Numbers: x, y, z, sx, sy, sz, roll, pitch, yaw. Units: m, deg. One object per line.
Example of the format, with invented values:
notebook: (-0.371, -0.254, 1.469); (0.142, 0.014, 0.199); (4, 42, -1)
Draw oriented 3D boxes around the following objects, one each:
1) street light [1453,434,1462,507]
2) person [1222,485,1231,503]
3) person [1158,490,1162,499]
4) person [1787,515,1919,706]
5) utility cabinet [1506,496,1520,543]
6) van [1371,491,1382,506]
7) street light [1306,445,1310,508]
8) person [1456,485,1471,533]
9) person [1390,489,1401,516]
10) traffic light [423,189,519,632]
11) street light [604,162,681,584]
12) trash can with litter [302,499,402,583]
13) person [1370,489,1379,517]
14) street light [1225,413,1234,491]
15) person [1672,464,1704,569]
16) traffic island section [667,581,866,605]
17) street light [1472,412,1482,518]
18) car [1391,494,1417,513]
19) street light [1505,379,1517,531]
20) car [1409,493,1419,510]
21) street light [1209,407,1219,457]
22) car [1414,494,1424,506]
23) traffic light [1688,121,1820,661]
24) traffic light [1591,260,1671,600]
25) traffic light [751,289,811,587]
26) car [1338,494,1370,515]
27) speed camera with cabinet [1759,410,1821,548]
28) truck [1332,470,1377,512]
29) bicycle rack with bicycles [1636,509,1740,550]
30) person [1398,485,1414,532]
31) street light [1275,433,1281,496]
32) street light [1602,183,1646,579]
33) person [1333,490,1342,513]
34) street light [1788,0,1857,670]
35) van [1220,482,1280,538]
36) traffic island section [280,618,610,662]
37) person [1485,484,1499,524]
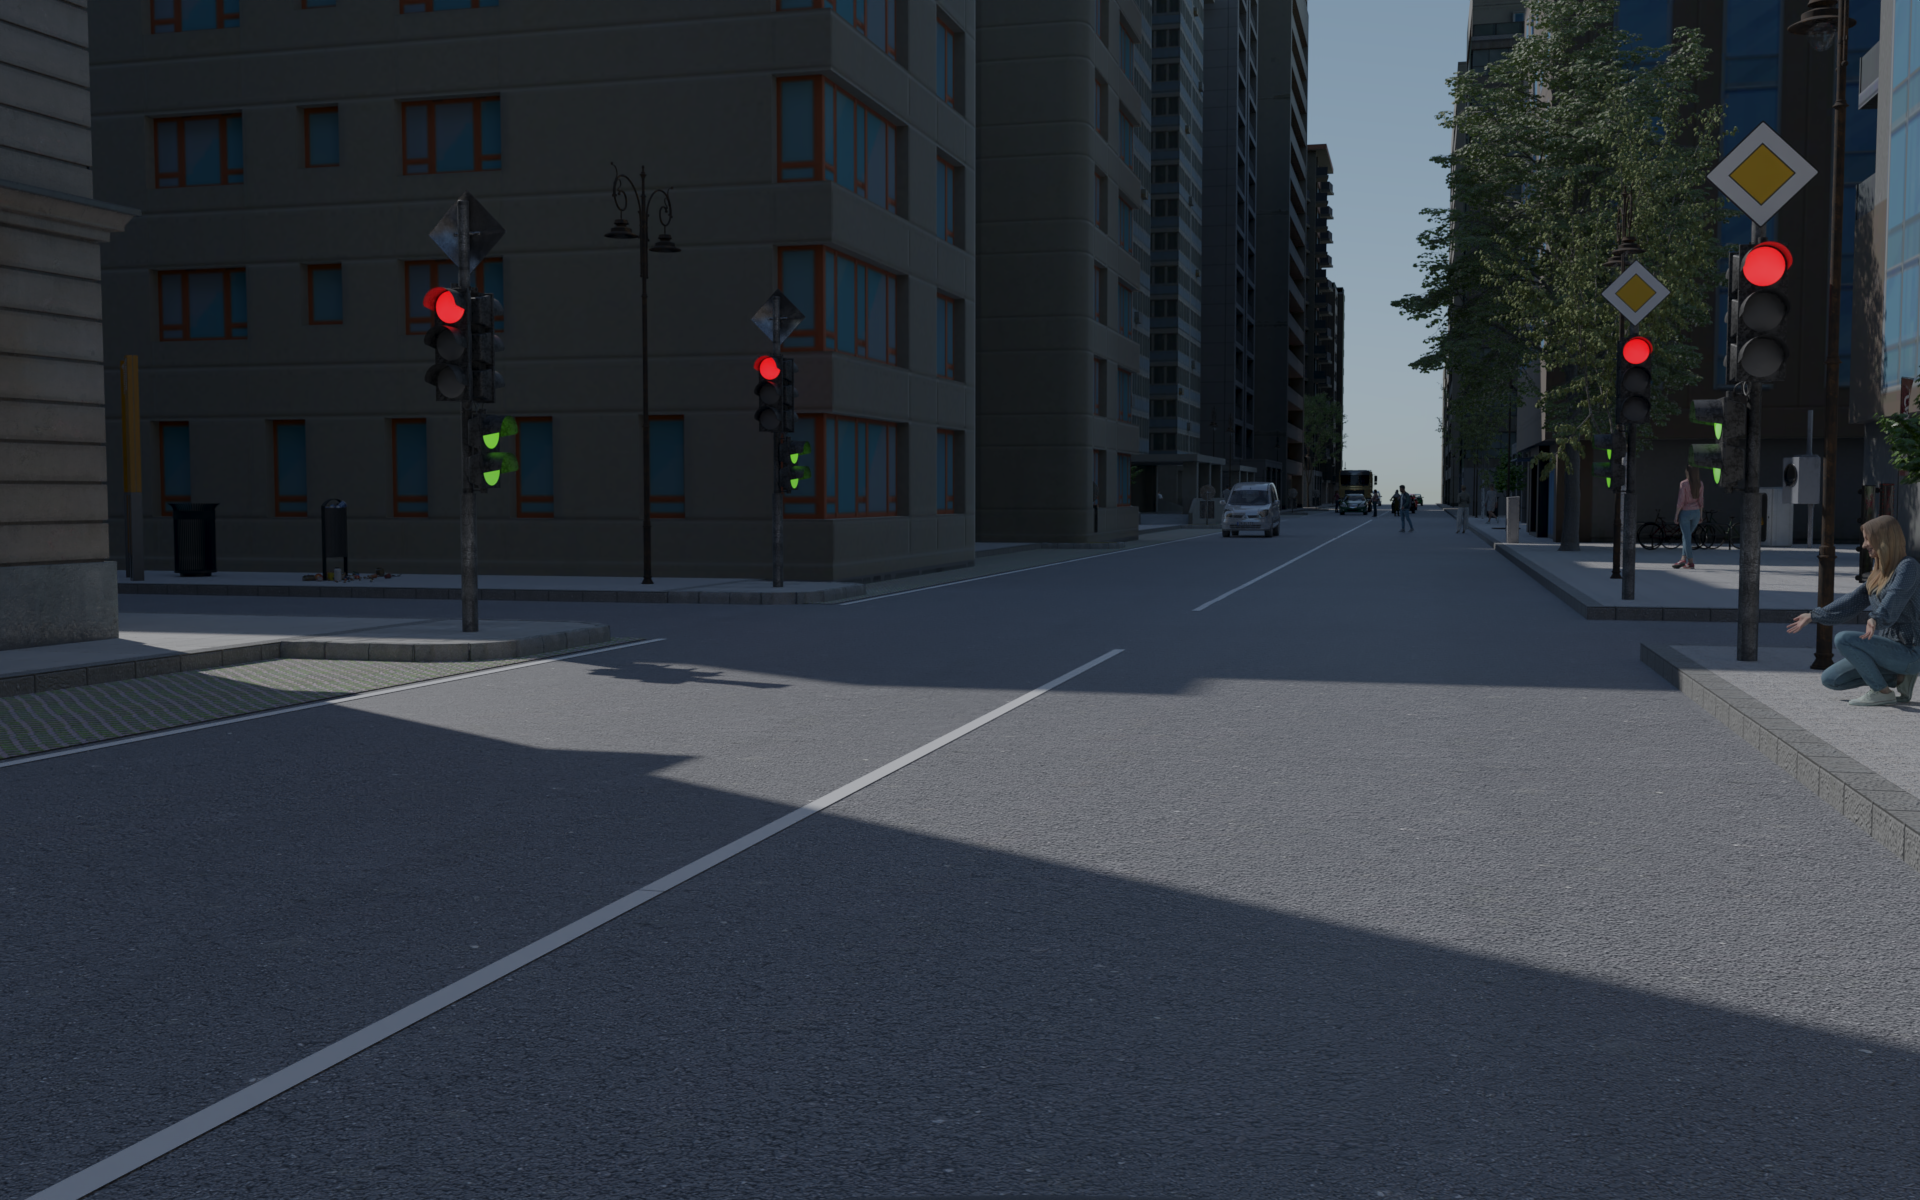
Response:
street light: (38.547, -9.831, 133.520); (0.468, 5.910, 1.993); (1, 4, 15)
person: (14.594, -5.407, 94.727); (0.678, 1.792, 0.850); (2, 4, 30)
person: (11.172, -5.468, 98.041); (0.503, 1.515, 0.523); (-2, 4, -35)
person: (5.527, 0.062, 10.524); (0.738, 1.151, 1.012); (1, 4, 15)
utility cabinet: (14.497, -2.098, 45.464); (0.306, 1.237, 1.020); (1, 4, 15)
van: (49.576, -12.260, 207.467); (2.013, 2.044, 4.112); (1, 4, 17)
street light: (33.110, -11.738, 164.706); (0.468, 5.910, 1.993); (1, 4, 15)
person: (18.369, -3.314, 63.233); (0.519, 1.759, 0.362); (0, 4, 1)
person: (28.544, -6.341, 112.900); (1.217, 1.736, 0.721); (-1, 4, -21)
traffic light: (-4.551, -1.658, 16.030); (0.839, 4.253, 0.868); (1, 4, 15)
street light: (-4.455, -3.164, 24.522); (0.468, 5.910, 1.993); (1, 4, 15)
trash can with litter: (-9.111, -0.924, 26.166); (1.678, 1.210, 2.233); (1, 4, 17)
person: (26.122, -6.122, 109.302); (0.721, 1.736, 1.217); (3, 4, 37)
street light: (15.361, -7.688, 98.480); (0.468, 5.910, 1.993); (1, 4, 15)
person: (12.520, -1.447, 29.714); (0.555, 1.821, 0.388); (-2, 4, -26)
traffic island section: (-2.527, -0.098, 23.890); (2.009, 0.180, 2.903); (1, 4, 15)
street light: (29.826, -7.803, 100.374); (0.468, 5.910, 1.993); (1, 4, 15)
car: (33.111, -7.313, 129.348); (2.009, 1.686, 4.222); (1, 4, 14)
street light: (18.973, -5.323, 59.818); (0.468, 5.910, 1.993); (1, 4, 15)
car: (40.047, -8.938, 155.176); (2.155, 1.783, 4.494); (1, 4, 13)
street light: (13.294, -7.217, 90.785); (0.468, 5.910, 1.993); (1, 4, 15)
car: (55.481, -12.365, 210.963); (1.959, 1.807, 4.718); (1, 4, 17)
traffic light: (6.045, -1.487, 13.229); (0.839, 4.253, 0.868); (1, 4, 15)
traffic light: (8.105, -1.959, 20.945); (0.839, 4.253, 0.868); (1, 4, 15)
traffic light: (-2.491, -2.130, 23.746); (0.839, 4.253, 0.868); (1, 4, 15)
car: (27.221, -6.597, 119.665); (2.131, 1.459, 4.920); (1, 4, 15)
speed camera with cabinet: (19.809, -2.891, 41.602); (0.660, 3.252, 2.038); (0, 4, -5)
truck: (32.102, -8.839, 140.441); (3.469, 3.379, 9.791); (1, 4, 14)
bicycle rack with bicycles: (17.000, -1.661, 40.547); (2.925, 0.926, 2.852); (0, 4, 3)
person: (16.690, -3.436, 65.029); (0.721, 1.781, 0.623); (-2, 4, -28)
street light: (24.115, -9.714, 131.617); (0.468, 5.910, 1.993); (1, 4, 15)
street light: (9.952, -3.260, 26.092); (0.468, 5.910, 1.993); (1, 4, 15)
person: (29.019, -7.570, 132.992); (0.721, 1.743, 1.217); (-1, 4, -21)
street light: (6.329, -2.430, 12.514); (0.468, 5.910, 1.993); (1, 4, 15)
van: (9.859, -3.153, 58.556); (2.013, 2.044, 4.112); (1, 4, 15)
traffic island section: (-4.587, 0.373, 16.175); (2.009, 0.180, 2.903); (1, 4, 15)
person: (22.852, -4.130, 74.327); (0.466, 1.731, 0.760); (-3, 5, -40)
